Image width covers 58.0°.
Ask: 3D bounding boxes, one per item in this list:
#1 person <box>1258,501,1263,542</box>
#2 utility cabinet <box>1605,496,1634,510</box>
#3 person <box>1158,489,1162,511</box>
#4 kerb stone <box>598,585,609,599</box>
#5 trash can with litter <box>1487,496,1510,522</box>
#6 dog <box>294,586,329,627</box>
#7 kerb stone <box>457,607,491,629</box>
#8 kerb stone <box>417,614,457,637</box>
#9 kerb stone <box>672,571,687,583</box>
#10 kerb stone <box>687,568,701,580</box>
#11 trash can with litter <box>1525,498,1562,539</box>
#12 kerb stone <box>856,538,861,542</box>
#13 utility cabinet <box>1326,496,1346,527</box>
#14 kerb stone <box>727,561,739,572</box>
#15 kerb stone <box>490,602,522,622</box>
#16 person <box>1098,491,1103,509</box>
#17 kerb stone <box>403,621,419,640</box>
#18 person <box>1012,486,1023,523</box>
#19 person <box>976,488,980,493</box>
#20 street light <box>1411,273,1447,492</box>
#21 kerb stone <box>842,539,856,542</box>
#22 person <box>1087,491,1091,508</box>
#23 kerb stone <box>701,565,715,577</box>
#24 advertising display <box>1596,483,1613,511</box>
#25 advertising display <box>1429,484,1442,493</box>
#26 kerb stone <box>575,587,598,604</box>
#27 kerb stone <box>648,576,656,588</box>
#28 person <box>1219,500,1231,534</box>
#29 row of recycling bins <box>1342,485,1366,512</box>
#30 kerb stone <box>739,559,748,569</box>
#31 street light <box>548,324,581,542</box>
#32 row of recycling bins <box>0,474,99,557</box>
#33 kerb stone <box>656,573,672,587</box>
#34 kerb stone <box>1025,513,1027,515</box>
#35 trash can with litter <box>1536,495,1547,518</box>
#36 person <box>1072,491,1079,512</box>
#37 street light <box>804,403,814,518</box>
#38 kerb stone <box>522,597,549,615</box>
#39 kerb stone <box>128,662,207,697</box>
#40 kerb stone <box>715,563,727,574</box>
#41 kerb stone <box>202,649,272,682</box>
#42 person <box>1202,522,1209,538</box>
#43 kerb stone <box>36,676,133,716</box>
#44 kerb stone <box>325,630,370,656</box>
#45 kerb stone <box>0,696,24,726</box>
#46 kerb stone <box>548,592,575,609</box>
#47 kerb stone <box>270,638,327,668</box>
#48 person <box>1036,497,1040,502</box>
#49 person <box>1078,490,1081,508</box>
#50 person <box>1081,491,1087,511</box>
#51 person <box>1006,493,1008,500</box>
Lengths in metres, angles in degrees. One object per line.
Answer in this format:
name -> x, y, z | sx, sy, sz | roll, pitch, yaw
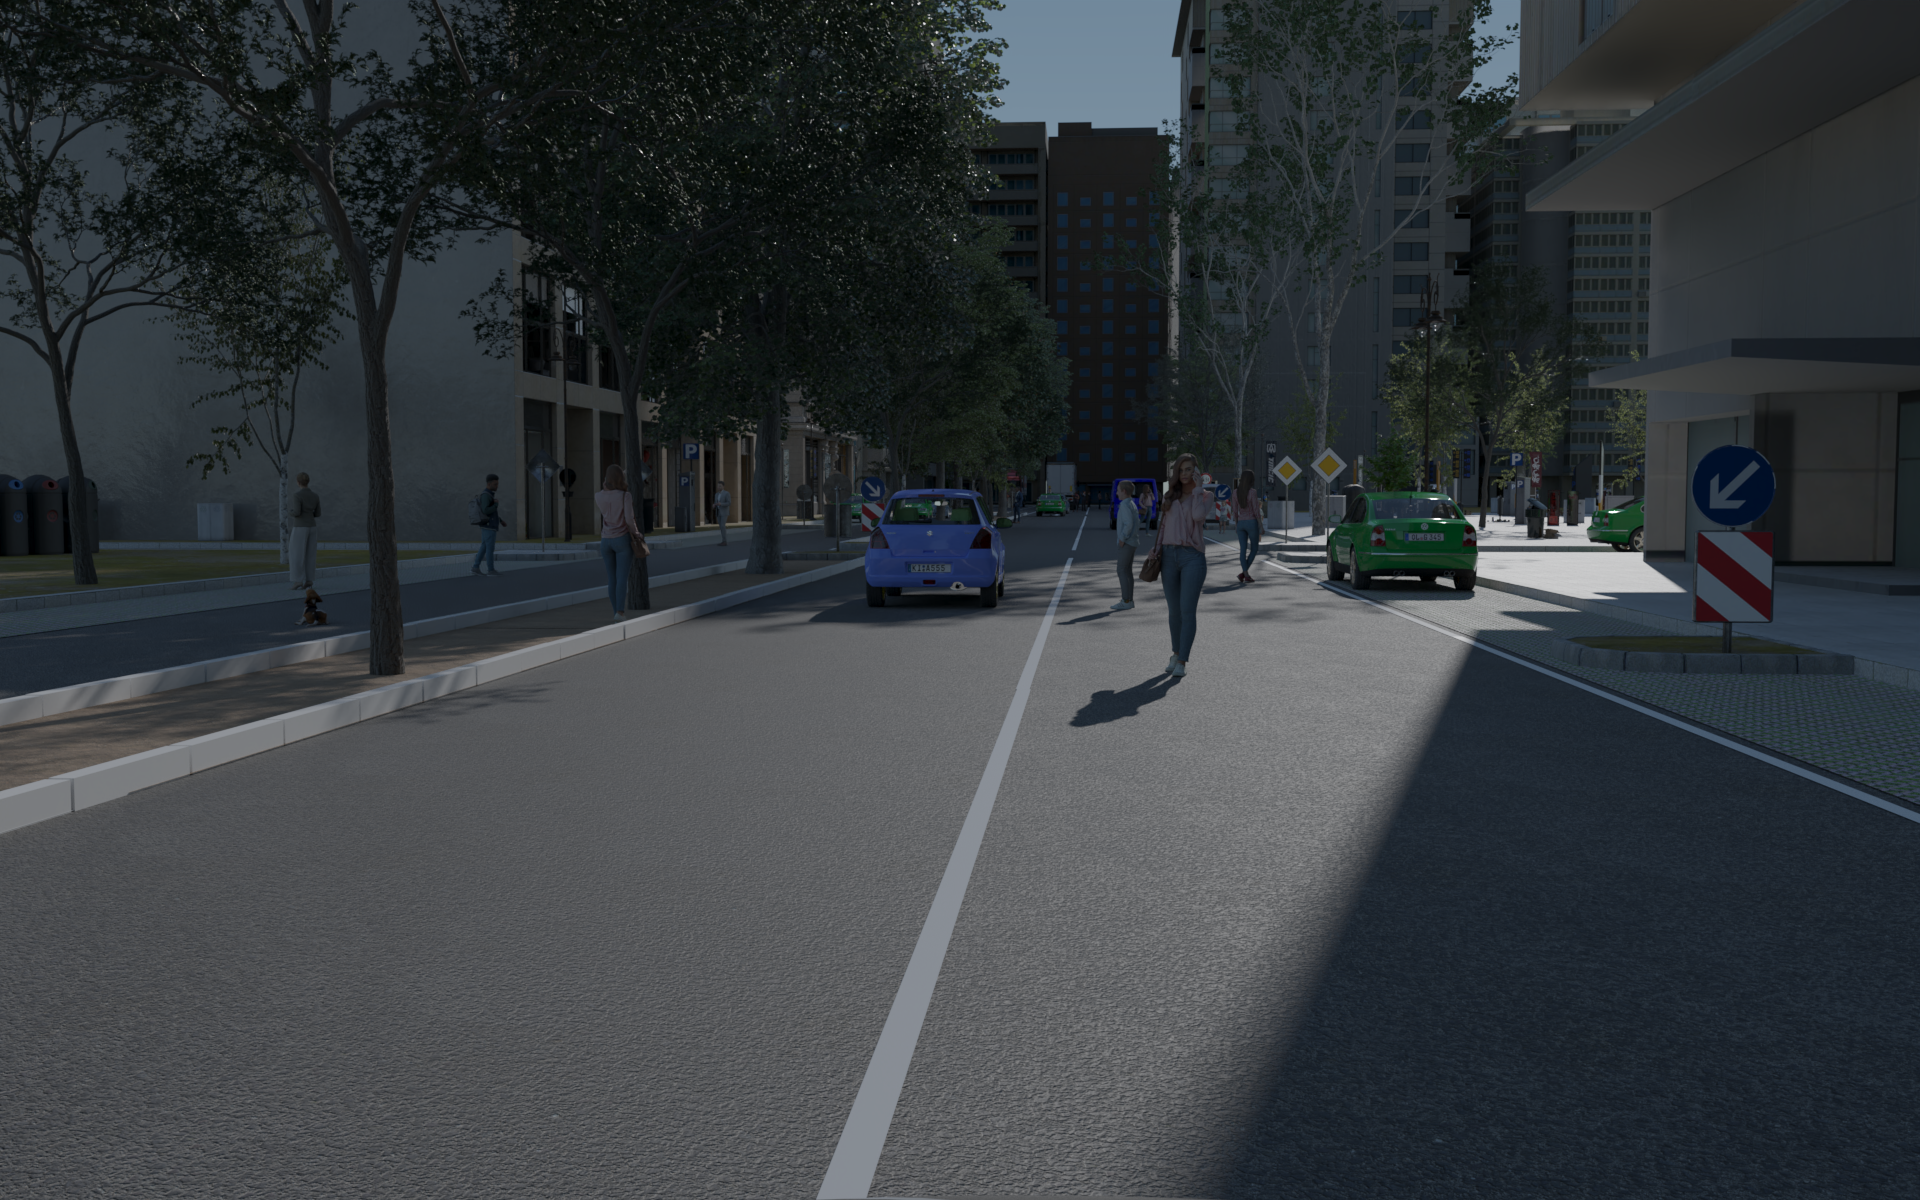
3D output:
person -> 8.212, -2.121, 47.860 | 0.332, 1.250, 0.352 | 2, 4, 24
utility cabinet -> 25.484, -3.413, 66.963 | 1.020, 1.237, 0.306 | 0, 4, 1
person -> 16.316, -8.171, 142.108 | 0.705, 1.823, 1.348 | -1, 4, -11
kerb stone -> -4.935, -0.100, 23.832 | 0.120, 0.150, 1.000 | 0, 4, 4
trash can with litter -> 24.782, -4.207, 79.841 | 1.678, 1.210, 2.233 | 1, 4, 19
dog -> -7.202, 0.068, 19.079 | 0.550, 0.427, 0.748 | 1, 4, 10
kerb stone -> -5.324, 0.213, 18.712 | 0.120, 0.150, 1.000 | 0, 4, 4
kerb stone -> -5.405, 0.276, 17.690 | 0.120, 0.150, 1.000 | 0, 4, 4
kerb stone -> -4.616, -0.349, 27.932 | 0.120, 0.150, 1.000 | 0, 4, 4
kerb stone -> -4.538, -0.413, 28.959 | 0.120, 0.150, 1.000 | 0, 4, 4
trash can with litter -> 16.834, -2.357, 49.916 | 0.624, 1.170, 1.055 | -3, 5, -41
kerb stone -> -2.994, -1.632, 48.904 | 0.120, 0.150, 1.000 | 0, 4, 4
utility cabinet -> 14.374, -3.412, 66.947 | 1.020, 1.237, 0.306 | 3, 4, 36
kerb stone -> -4.298, -0.601, 32.021 | 0.120, 0.150, 1.000 | 0, 4, 4
kerb stone -> -5.248, 0.151, 19.731 | 0.120, 0.150, 1.000 | 0, 4, 4
person -> 13.174, -9.356, 162.176 | 0.721, 1.736, 1.217 | 1, 4, 18
kerb stone -> -5.486, 0.342, 16.671 | 0.120, 0.150, 1.000 | 0, 4, 4
person -> 2.804, -4.650, 84.711 | 0.419, 1.800, 0.721 | -3, 4, -37
person -> 1.385, -7.529, 131.230 | 0.705, 1.869, 1.348 | -1, 4, -15
street light -> 9.803, -3.886, 36.326 | 0.468, 5.910, 1.993 | 0, 4, 4
kerb stone -> -3.073, -1.571, 47.884 | 0.120, 0.150, 1.000 | 0, 4, 4
person -> 13.780, -10.712, 184.435 | 0.445, 1.727, 0.742 | 0, 4, 1
kerb stone -> -4.460, -0.476, 29.978 | 0.120, 0.150, 1.000 | 0, 4, 4
advertising display -> 36.996, -5.766, 99.483 | 0.123, 1.923, 0.974 | -3, 5, -41
advertising display -> 30.131, -6.399, 109.843 | 0.974, 1.923, 0.123 | -1, 4, -22
kerb stone -> -5.007, -0.038, 22.809 | 0.120, 0.150, 1.000 | 0, 4, 4
kerb stone -> -4.772, -0.226, 25.886 | 0.120, 0.150, 1.000 | 0, 4, 4
person -> 9.490, -2.964, 61.979 | 0.505, 1.210, 0.382 | 2, 4, 26
row of recycling bins -> 17.610, -4.319, 77.727 | 1.069, 1.692, 3.534 | 1, 4, 9
kerb stone -> -4.218, -0.662, 33.050 | 0.120, 0.150, 1.000 | 0, 4, 4
street light -> -10.585, -4.508, 46.498 | 0.468, 5.910, 1.993 | 0, 4, 4
row of recycling bins -> -19.623, -1.782, 36.241 | 1.069, 1.692, 3.534 | 1, 4, 18
kerb stone -> -4.697, -0.288, 26.906 | 0.120, 0.150, 1.000 | 0, 4, 4
kerb stone -> 4.238, -5.688, 115.193 | 0.120, 0.150, 1.000 | 0, 4, 4
trash can with litter -> 31.978, -5.135, 95.006 | 2.233, 1.210, 1.678 | 1, 4, 16
person -> 9.081, -7.730, 136.359 | 0.593, 1.643, 0.415 | 0, 4, -3
street light -> -7.435, -6.962, 86.610 | 0.468, 5.910, 1.993 | 0, 4, 4
kerb stone -> -5.175, 0.092, 20.757 | 0.120, 0.150, 1.000 | 0, 4, 4
kerb stone -> -5.807, 0.590, 12.595 | 0.120, 0.150, 1.000 | 0, 4, 4
kerb stone -> -4.380, -0.536, 31.003 | 0.120, 0.150, 1.000 | 0, 4, 4
kerb stone -> -5.722, 0.525, 13.613 | 0.120, 0.150, 1.000 | 0, 4, 4
person -> 6.564, -2.134, 48.890 | 1.012, 1.151, 0.738 | 0, 4, 0
kerb stone -> -5.881, 0.650, 11.576 | 0.120, 0.150, 1.000 | 0, 4, 4
kerb stone -> -5.565, 0.400, 15.652 | 0.120, 0.150, 1.000 | 0, 4, 4
kerb stone -> -5.955, 0.715, 10.557 | 0.120, 0.150, 1.000 | 0, 4, 4
kerb stone -> -5.087, 0.025, 21.786 | 0.120, 0.150, 1.000 | 0, 4, 4
kerb stone -> -5.649, 0.463, 14.633 | 0.120, 0.150, 1.000 | 0, 4, 4
person -> 6.809, -8.266, 146.882 | 0.697, 1.427, 0.421 | 1, 4, 10
person -> 12.388, -10.535, 180.768 | 0.705, 1.821, 1.348 | 1, 4, 13
person -> 10.331, -8.271, 144.538 | 0.445, 1.727, 0.742 | 1, 4, 20
person -> 3.473, -7.757, 136.043 | 0.721, 1.735, 1.217 | 3, 4, 36
